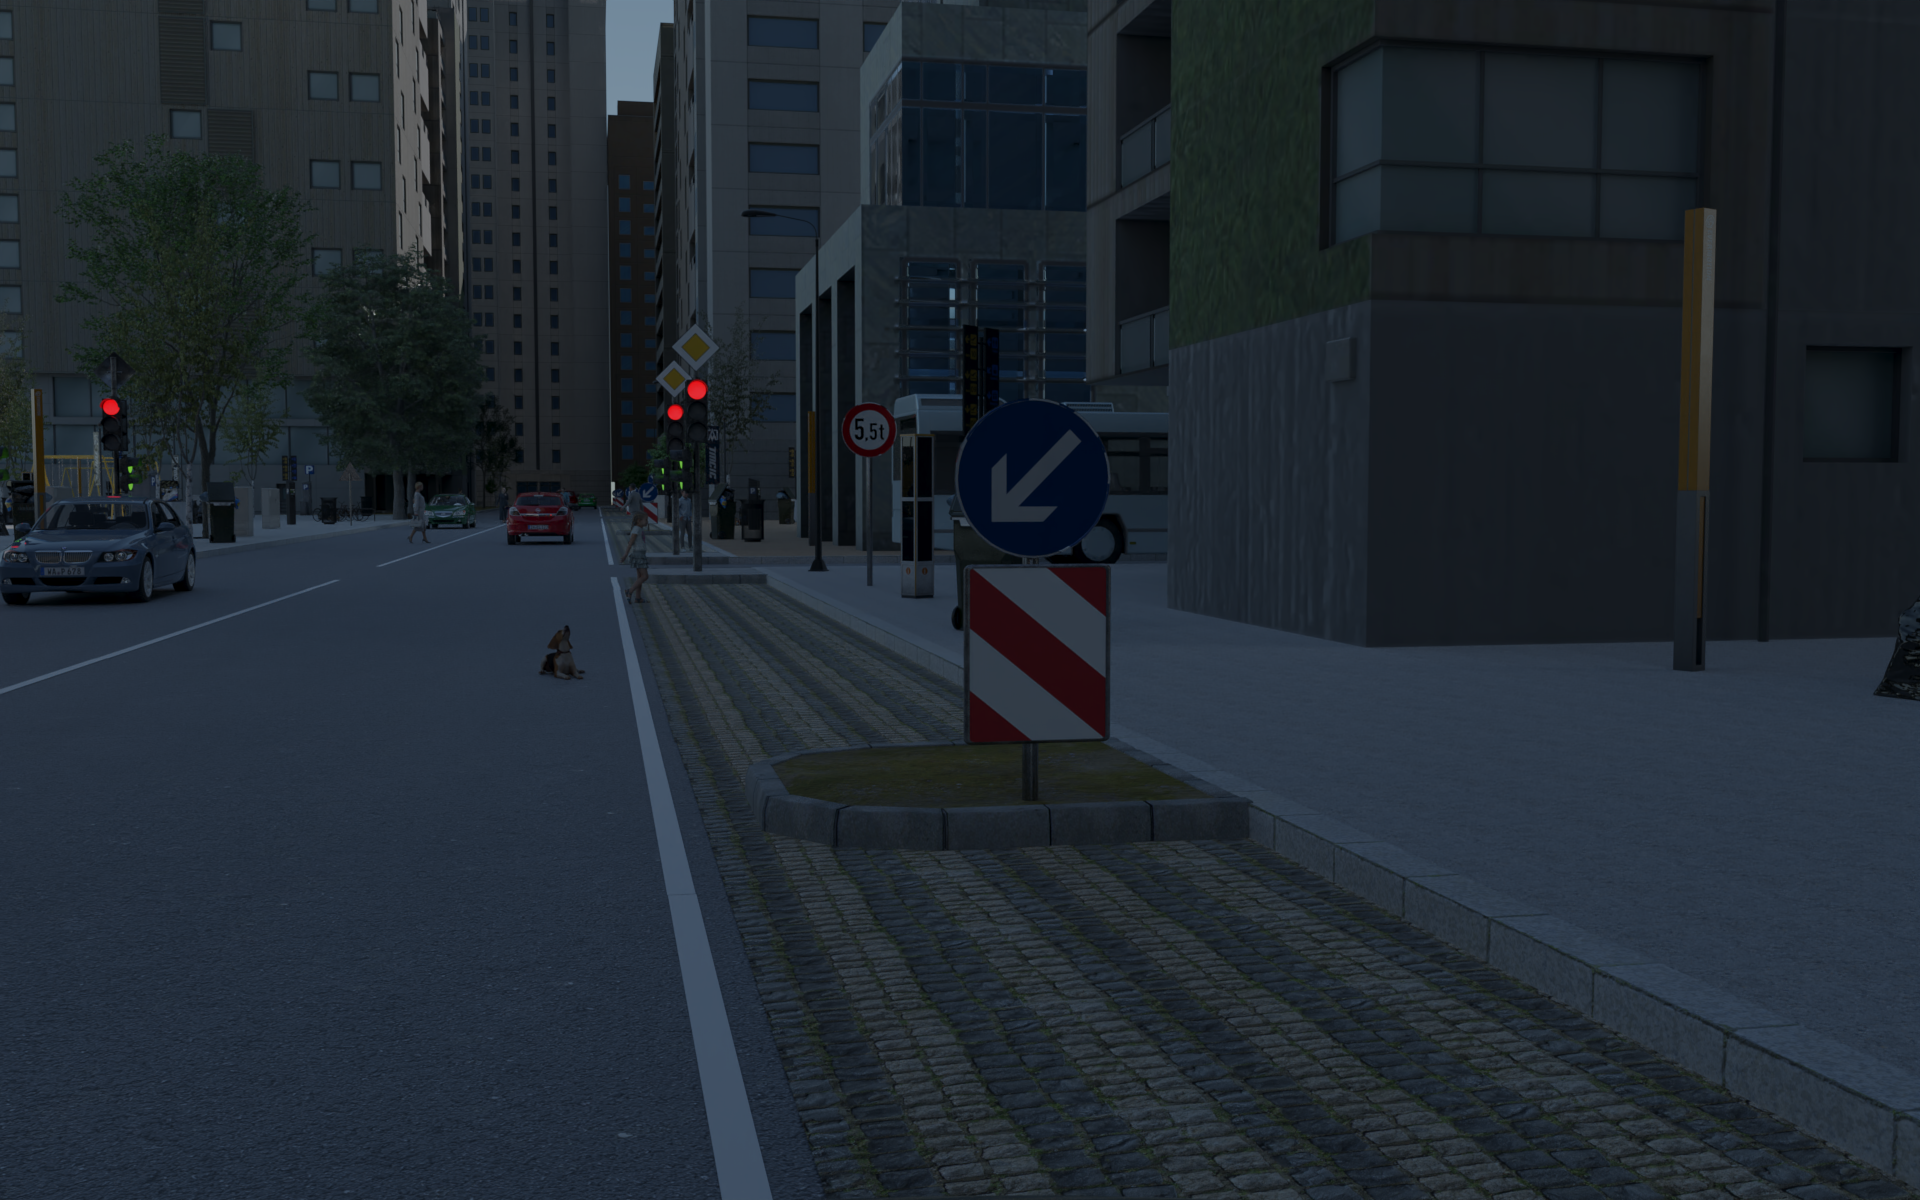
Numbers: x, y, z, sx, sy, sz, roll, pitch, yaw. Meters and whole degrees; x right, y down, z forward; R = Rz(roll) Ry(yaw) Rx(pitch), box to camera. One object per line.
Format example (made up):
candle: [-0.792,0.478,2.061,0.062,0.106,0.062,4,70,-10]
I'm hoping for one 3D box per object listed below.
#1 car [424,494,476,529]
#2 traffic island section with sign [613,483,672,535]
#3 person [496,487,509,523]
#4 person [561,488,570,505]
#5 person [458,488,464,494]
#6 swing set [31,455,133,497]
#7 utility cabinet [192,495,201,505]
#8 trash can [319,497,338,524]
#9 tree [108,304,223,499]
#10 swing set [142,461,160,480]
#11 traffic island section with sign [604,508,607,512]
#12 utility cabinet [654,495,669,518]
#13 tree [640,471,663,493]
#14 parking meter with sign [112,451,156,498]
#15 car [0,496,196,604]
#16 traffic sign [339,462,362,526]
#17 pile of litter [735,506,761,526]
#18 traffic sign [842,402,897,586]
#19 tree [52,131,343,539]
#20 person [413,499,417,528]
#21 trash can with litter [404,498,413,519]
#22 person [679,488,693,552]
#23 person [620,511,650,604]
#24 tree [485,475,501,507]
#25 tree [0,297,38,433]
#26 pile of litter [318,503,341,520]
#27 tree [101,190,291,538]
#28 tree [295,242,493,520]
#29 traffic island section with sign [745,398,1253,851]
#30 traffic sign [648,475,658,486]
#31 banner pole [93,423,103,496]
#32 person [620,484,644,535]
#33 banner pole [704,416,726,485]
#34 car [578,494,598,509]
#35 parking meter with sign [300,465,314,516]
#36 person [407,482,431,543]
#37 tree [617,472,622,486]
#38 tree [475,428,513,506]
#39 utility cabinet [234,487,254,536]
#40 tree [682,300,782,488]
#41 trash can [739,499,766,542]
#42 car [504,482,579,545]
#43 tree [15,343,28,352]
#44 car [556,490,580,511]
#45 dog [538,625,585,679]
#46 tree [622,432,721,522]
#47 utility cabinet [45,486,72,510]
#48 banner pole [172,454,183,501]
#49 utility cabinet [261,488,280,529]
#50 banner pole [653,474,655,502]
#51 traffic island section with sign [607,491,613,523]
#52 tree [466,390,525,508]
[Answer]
car: [-21.364,-3.715,72.539,2.131,1.459,4.920,-1,4,-10]
traffic island section with sign: [-11.051,-3.187,60.729,1.989,1.847,2.006,-1,4,-12]
person: [-22.729,-4.721,86.116,0.576,1.772,0.534,-3,4,-38]
person: [-23.825,-5.876,104.599,0.660,1.820,0.620,1,4,17]
person: [-30.749,-5.998,106.905,0.599,1.781,0.374,-1,4,-13]
swing set: [-37.202,-4.641,73.505,3.119,2.851,2.862,-1,4,-16]
utility cabinet: [-43.818,-5.445,100.192,1.020,1.237,0.306,-1,4,-16]
trash can: [-26.700,-3.770,73.289,0.748,1.137,0.748,0,3,0]
tree: [-30.544,-7.075,66.031,4.360,8.622,3.978,0,3,0]
swing set: [-39.843,-5.188,82.445,3.119,2.851,2.862,-3,5,-42]
traffic island section with sign: [-26.883,-7.800,136.150,1.989,1.847,2.006,-1,4,-12]
utility cabinet: [-16.012,-4.998,92.886,1.020,1.237,0.306,3,5,45]
tree: [-24.876,-8.825,138.897,1.663,3.219,1.824,0,3,0]
parking meter with sign: [-27.317,-3.772,57.931,1.738,3.016,0.543,0,4,-2]
car: [-11.925,-0.745,24.189,2.014,1.417,4.499,-1,4,-13]
traffic sign: [-24.604,-4.276,69.917,0.884,2.594,0.081,0,4,-7]
pile of litter: [-8.921,-3.462,70.562,1.719,0.858,1.176,-1,4,-13]
traffic sign: [-1.259,-1.469,24.124,0.768,2.556,0.104,0,4,-2]
tree: [-21.688,-7.579,49.670,9.928,11.665,9.643,0,3,0]
person: [-22.660,-3.603,72.099,0.352,1.250,0.332,3,5,42]
trash can with litter: [-28.350,-4.704,88.295,0.624,1.170,1.055,1,4,8]
person: [-6.799,-1.987,42.806,0.589,1.601,0.330,-3,5,-42]
person: [-4.252,-0.561,22.683,0.382,1.210,0.505,0,4,-7]
tree: [-46.500,-10.855,172.085,1.663,3.219,1.824,0,3,0]
tree: [-36.354,-6.977,64.429,4.360,8.622,3.978,0,3,0]
pile of litter: [-31.535,-4.454,86.787,1.176,0.858,1.719,1,4,12]
tree: [-18.955,-5.628,42.380,4.737,8.622,4.395,0,3,0]
tree: [-28.189,-10.991,86.350,9.857,13.997,8.962,0,3,0]
traffic island section with sign: [0.048,0.044,7.901,1.989,1.847,2.006,-1,4,-12]
traffic sign: [-18.407,-6.377,104.375,0.768,2.556,0.104,0,4,-3]
banner pole: [-30.308,-4.338,60.951,0.863,3.779,0.401,3,5,44]
person: [-11.124,-3.080,59.132,0.850,1.792,0.678,2,4,29]
banner pole: [-7.813,-4.026,55.846,0.863,3.779,0.401,0,4,-1]
car: [-35.070,-9.428,162.939,1.959,1.807,4.718,-1,4,-11]
parking meter with sign: [-39.318,-6.602,104.207,0.543,3.016,1.738,0,4,-7]
person: [-15.773,-2.543,50.432,0.624,1.780,0.694,0,4,-1]
tree: [-31.315,-11.251,167.668,4.285,4.588,4.351,0,3,0]
tree: [-47.705,-13.907,177.737,4.737,8.622,4.395,0,3,0]
utility cabinet: [-21.759,-2.633,51.735,1.173,1.500,0.318,0,4,4]
tree: [-8.919,-7.103,66.494,4.360,8.622,3.978,0,3,0]
trash can: [-5.555,-2.125,46.396,0.748,1.137,0.748,0,3,0]
car: [-12.211,-2.536,50.512,2.155,1.783,4.494,-1,4,-11]
tree: [-44.436,-7.923,79.905,4.737,8.622,4.395,0,3,0]
car: [-33.650,-8.518,147.935,2.281,1.827,5.304,-1,4,-11]
dog: [-3.101,0.395,13.734,0.550,0.427,0.748,1,4,16]
tree: [-12.694,-5.855,79.436,4.285,4.588,4.351,0,3,0]
utility cabinet: [-25.249,-2.438,48.534,0.318,1.500,1.173,0,4,-4]
banner pole: [-43.644,-6.526,96.711,0.863,3.779,0.401,1,4,13]
utility cabinet: [-25.426,-3.379,63.927,0.318,1.500,1.173,0,4,-4]
banner pole: [-17.486,-6.663,98.960,0.401,3.779,0.863,0,4,-5]
traffic island section with sign: [-16.656,-4.818,87.407,1.989,1.847,2.006,-1,4,-12]
tree: [-42.345,-13.484,154.869,8.767,10.594,7.601,3,5,44]
